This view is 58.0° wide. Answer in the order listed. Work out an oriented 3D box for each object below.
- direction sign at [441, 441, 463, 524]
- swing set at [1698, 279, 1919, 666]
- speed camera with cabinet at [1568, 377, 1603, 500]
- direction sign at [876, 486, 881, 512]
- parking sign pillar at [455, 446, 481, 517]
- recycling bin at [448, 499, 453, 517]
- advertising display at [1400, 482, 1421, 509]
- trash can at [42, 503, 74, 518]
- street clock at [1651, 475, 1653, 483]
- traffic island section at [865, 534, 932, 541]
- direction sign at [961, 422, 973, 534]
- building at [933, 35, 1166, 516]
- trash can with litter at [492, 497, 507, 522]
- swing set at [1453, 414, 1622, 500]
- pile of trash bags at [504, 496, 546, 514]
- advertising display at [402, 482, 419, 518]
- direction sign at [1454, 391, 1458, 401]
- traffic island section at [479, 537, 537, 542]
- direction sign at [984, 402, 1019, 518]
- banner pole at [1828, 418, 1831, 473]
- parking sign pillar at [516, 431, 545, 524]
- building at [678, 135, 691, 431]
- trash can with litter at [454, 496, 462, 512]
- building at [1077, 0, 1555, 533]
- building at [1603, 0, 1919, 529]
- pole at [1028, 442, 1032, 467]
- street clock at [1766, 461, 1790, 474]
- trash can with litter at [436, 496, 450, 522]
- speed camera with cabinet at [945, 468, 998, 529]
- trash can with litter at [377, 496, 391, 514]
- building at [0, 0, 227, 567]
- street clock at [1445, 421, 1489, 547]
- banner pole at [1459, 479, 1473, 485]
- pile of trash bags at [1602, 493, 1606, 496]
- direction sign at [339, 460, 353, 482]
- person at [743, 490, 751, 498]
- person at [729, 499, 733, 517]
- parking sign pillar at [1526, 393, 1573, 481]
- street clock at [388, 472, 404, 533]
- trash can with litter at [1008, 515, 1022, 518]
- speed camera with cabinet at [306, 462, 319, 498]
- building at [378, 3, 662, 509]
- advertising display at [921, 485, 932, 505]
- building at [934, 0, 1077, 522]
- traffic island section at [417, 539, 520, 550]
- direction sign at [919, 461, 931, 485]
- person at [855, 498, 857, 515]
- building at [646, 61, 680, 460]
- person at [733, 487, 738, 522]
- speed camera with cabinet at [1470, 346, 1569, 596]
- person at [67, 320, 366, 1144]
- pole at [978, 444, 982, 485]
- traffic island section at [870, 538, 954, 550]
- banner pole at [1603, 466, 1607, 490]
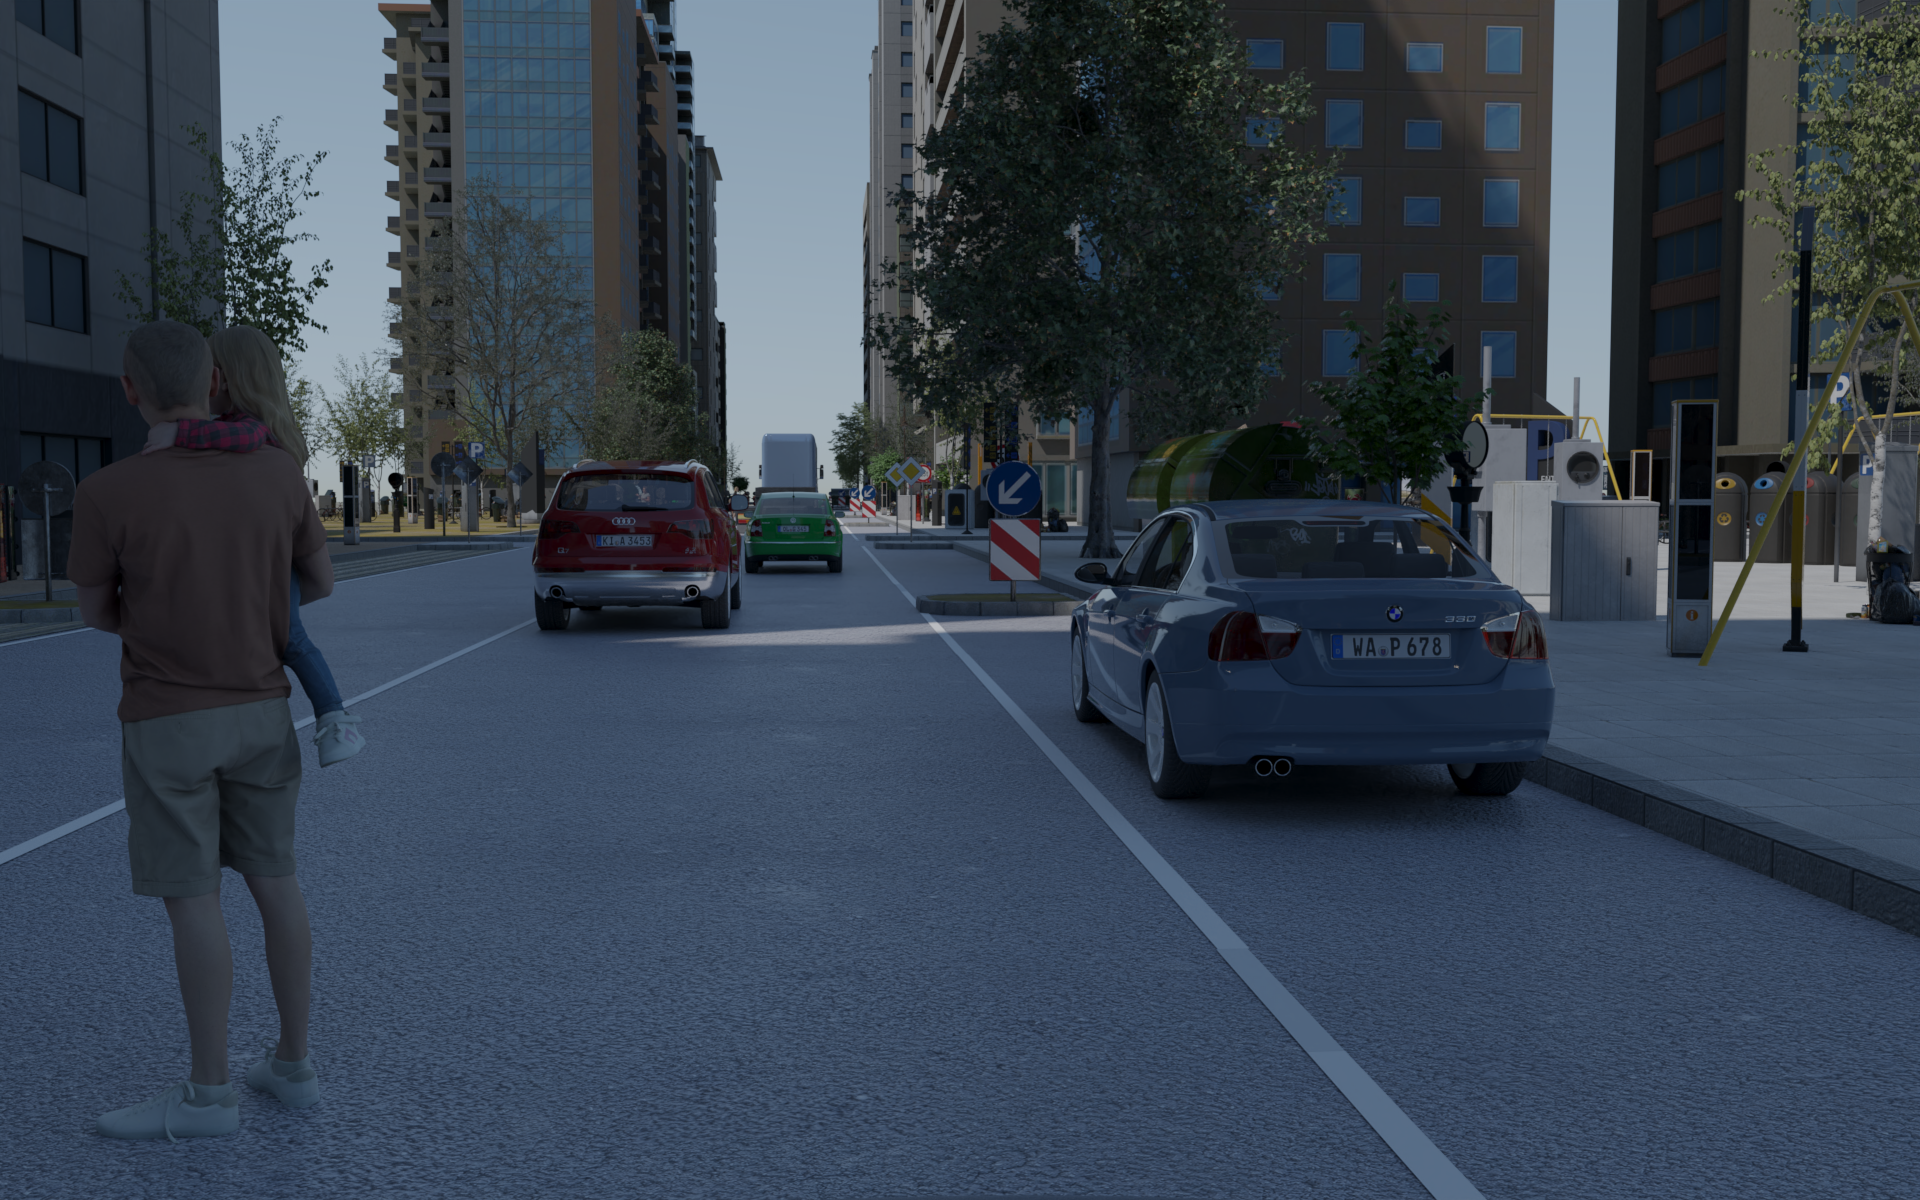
[{"bbox_3d":[-21.826,-5.048,74.535,0.876,3.537,0.379,-1,4,-15],"label":"direction sign"},{"bbox_3d":[7.138,-0.851,11.530,2.862,2.851,3.119,0,4,-8],"label":"swing set"},{"bbox_3d":[9.736,-2.135,29.247,2.038,3.252,0.660,0,4,4],"label":"speed camera with cabinet"},{"bbox_3d":[-5.948,-8.222,126.428,0.379,3.537,0.876,3,5,43],"label":"direction sign"},{"bbox_3d":[-27.405,-6.605,96.459,1.447,3.967,1.447,0,4,-2],"label":"parking sign pillar"},{"bbox_3d":[-29.122,-5.229,98.042,0.722,1.027,0.722,-2,4,-26],"label":"recycling bin"},{"bbox_3d":[11.180,-2.254,42.065,0.974,1.923,0.123,2,4,28],"label":"advertising display"},{"bbox_3d":[-14.613,-1.014,28.233,0.748,1.137,0.748,0,3,0],"label":"trash can"},{"bbox_3d":[22.825,-3.254,57.766,0.471,2.002,0.358,1,4,14],"label":"street clock"},{"bbox_3d":[-1.944,-1.946,54.104,2.009,0.180,2.903,0,4,-5],"label":"traffic island section"},{"bbox_3d":[0.230,-3.861,55.129,0.379,3.537,0.876,1,4,12],"label":"direction sign"},{"bbox_3d":[5.570,-28.797,120.948,14.600,45.320,14.200,0,4,-5],"label":"building"},{"bbox_3d":[-20.749,-4.108,78.557,1.055,1.170,0.624,3,4,37],"label":"trash can with litter"},{"bbox_3d":[11.534,-2.256,34.513,3.119,2.851,2.862,-1,4,-22],"label":"swing set"},{"bbox_3d":[-25.581,-5.660,102.295,3.447,1.369,1.912,3,5,40],"label":"pile of trash bags"},{"bbox_3d":[-29.941,-5.452,94.352,0.123,1.923,0.974,3,5,40],"label":"advertising display"},{"bbox_3d":[10.521,-2.811,37.952,0.876,3.537,0.379,-2,4,-24],"label":"direction sign"},{"bbox_3d":[-13.495,-1.888,53.146,2.009,0.180,2.903,0,4,-5],"label":"traffic island section"},{"bbox_3d":[1.011,-3.102,42.722,0.876,3.537,0.379,1,4,14],"label":"direction sign"},{"bbox_3d":[28.511,-4.089,56.869,0.401,3.779,0.863,2,4,31],"label":"banner pole"},{"bbox_3d":[-18.472,-5.287,74.908,1.447,3.967,1.447,-3,5,-44],"label":"parking sign pillar"},{"bbox_3d":[-37.263,-31.033,190.991,14.154,41.232,14.086,0,4,-5],"label":"building"},{"bbox_3d":[-35.917,-6.863,123.604,1.055,1.170,0.624,-1,4,-9],"label":"trash can with litter"},{"bbox_3d":[12.074,-25.277,63.382,14.200,45.320,14.600,0,4,-5],"label":"building"},{"bbox_3d":[41.187,-25.384,69.651,28.867,44.769,22.147,0,4,-5],"label":"building"},{"bbox_3d":[2.751,-4.549,68.211,0.158,3.312,0.155,0,3,0],"label":"pole"},{"bbox_3d":[17.903,-2.040,37.928,0.358,2.002,0.471,-2,4,-34],"label":"street clock"},{"bbox_3d":[-23.946,-4.214,80.283,0.624,1.170,1.055,-1,4,-15],"label":"trash can with litter"},{"bbox_3d":[0.489,-4.194,62.901,2.038,3.252,0.660,1,4,18],"label":"speed camera with cabinet"},{"bbox_3d":[-36.400,-5.993,109.371,0.624,1.170,1.055,1,4,10],"label":"trash can with litter"},{"bbox_3d":[-27.392,-36.275,31.356,20.611,71.187,20.563,0,4,-5],"label":"building"},{"bbox_3d":[5.011,-0.773,17.201,0.471,2.002,0.358,-3,5,-40],"label":"street clock"},{"bbox_3d":[16.370,-3.990,55.247,0.863,3.779,0.401,0,4,5],"label":"banner pole"},{"bbox_3d":[41.717,-6.077,109.118,3.447,1.369,1.912,-1,4,-9],"label":"pile of trash bags"},{"bbox_3d":[-41.169,-7.600,116.251,0.876,3.537,0.379,-1,4,-16],"label":"direction sign"},{"bbox_3d":[-22.322,-10.494,180.037,1.348,1.831,0.705,-2,4,-27],"label":"person"},{"bbox_3d":[-8.699,-3.190,65.340,0.352,1.250,0.332,-3,4,-36],"label":"person"},{"bbox_3d":[15.610,-3.499,45.684,1.447,3.967,1.447,-3,4,-38],"label":"parking sign pillar"},{"bbox_3d":[-18.761,-3.246,57.646,0.471,2.002,0.358,0,4,0],"label":"street clock"},{"bbox_3d":[2.159,-2.972,59.972,1.055,1.170,0.624,0,4,5],"label":"trash can with litter"},{"bbox_3d":[-39.467,-6.741,104.543,0.660,3.252,2.038,0,4,7],"label":"speed camera with cabinet"},{"bbox_3d":[-38.498,-30.573,154.490,22.147,44.769,28.867,0,4,-5],"label":"building"},{"bbox_3d":[-2.184,-6.841,117.065,0.974,1.923,0.123,-1,4,-14],"label":"advertising display"},{"bbox_3d":[10.000,-28.463,89.069,21.300,48.544,21.600,0,4,-5],"label":"building"},{"bbox_3d":[-12.829,-1.401,45.188,2.009,0.180,2.903,0,4,-5],"label":"traffic island section"},{"bbox_3d":[-2.399,-7.770,119.038,0.876,3.537,0.379,1,4,19],"label":"direction sign"},{"bbox_3d":[-7.012,-6.307,115.895,0.425,1.301,0.394,1,4,13],"label":"person"},{"bbox_3d":[-36.104,-32.179,176.242,14.600,45.320,14.200,0,4,-5],"label":"building"},{"bbox_3d":[-11.808,-4.924,89.218,0.699,1.804,1.509,3,4,36],"label":"person"},{"bbox_3d":[7.233,-1.729,22.605,0.660,3.252,2.038,0,4,2],"label":"speed camera with cabinet"},{"bbox_3d":[-1.701,0.272,4.021,0.573,1.828,0.580,0,4,-6],"label":"person"},{"bbox_3d":[0.815,-4.660,70.039,0.158,3.312,0.155,0,3,0],"label":"pole"},{"bbox_3d":[-1.278,-1.460,46.147,2.009,0.180,2.903,0,4,-5],"label":"traffic island section"},{"bbox_3d":[49.776,-8.805,133.971,0.863,3.779,0.401,0,4,1],"label":"banner pole"}]
